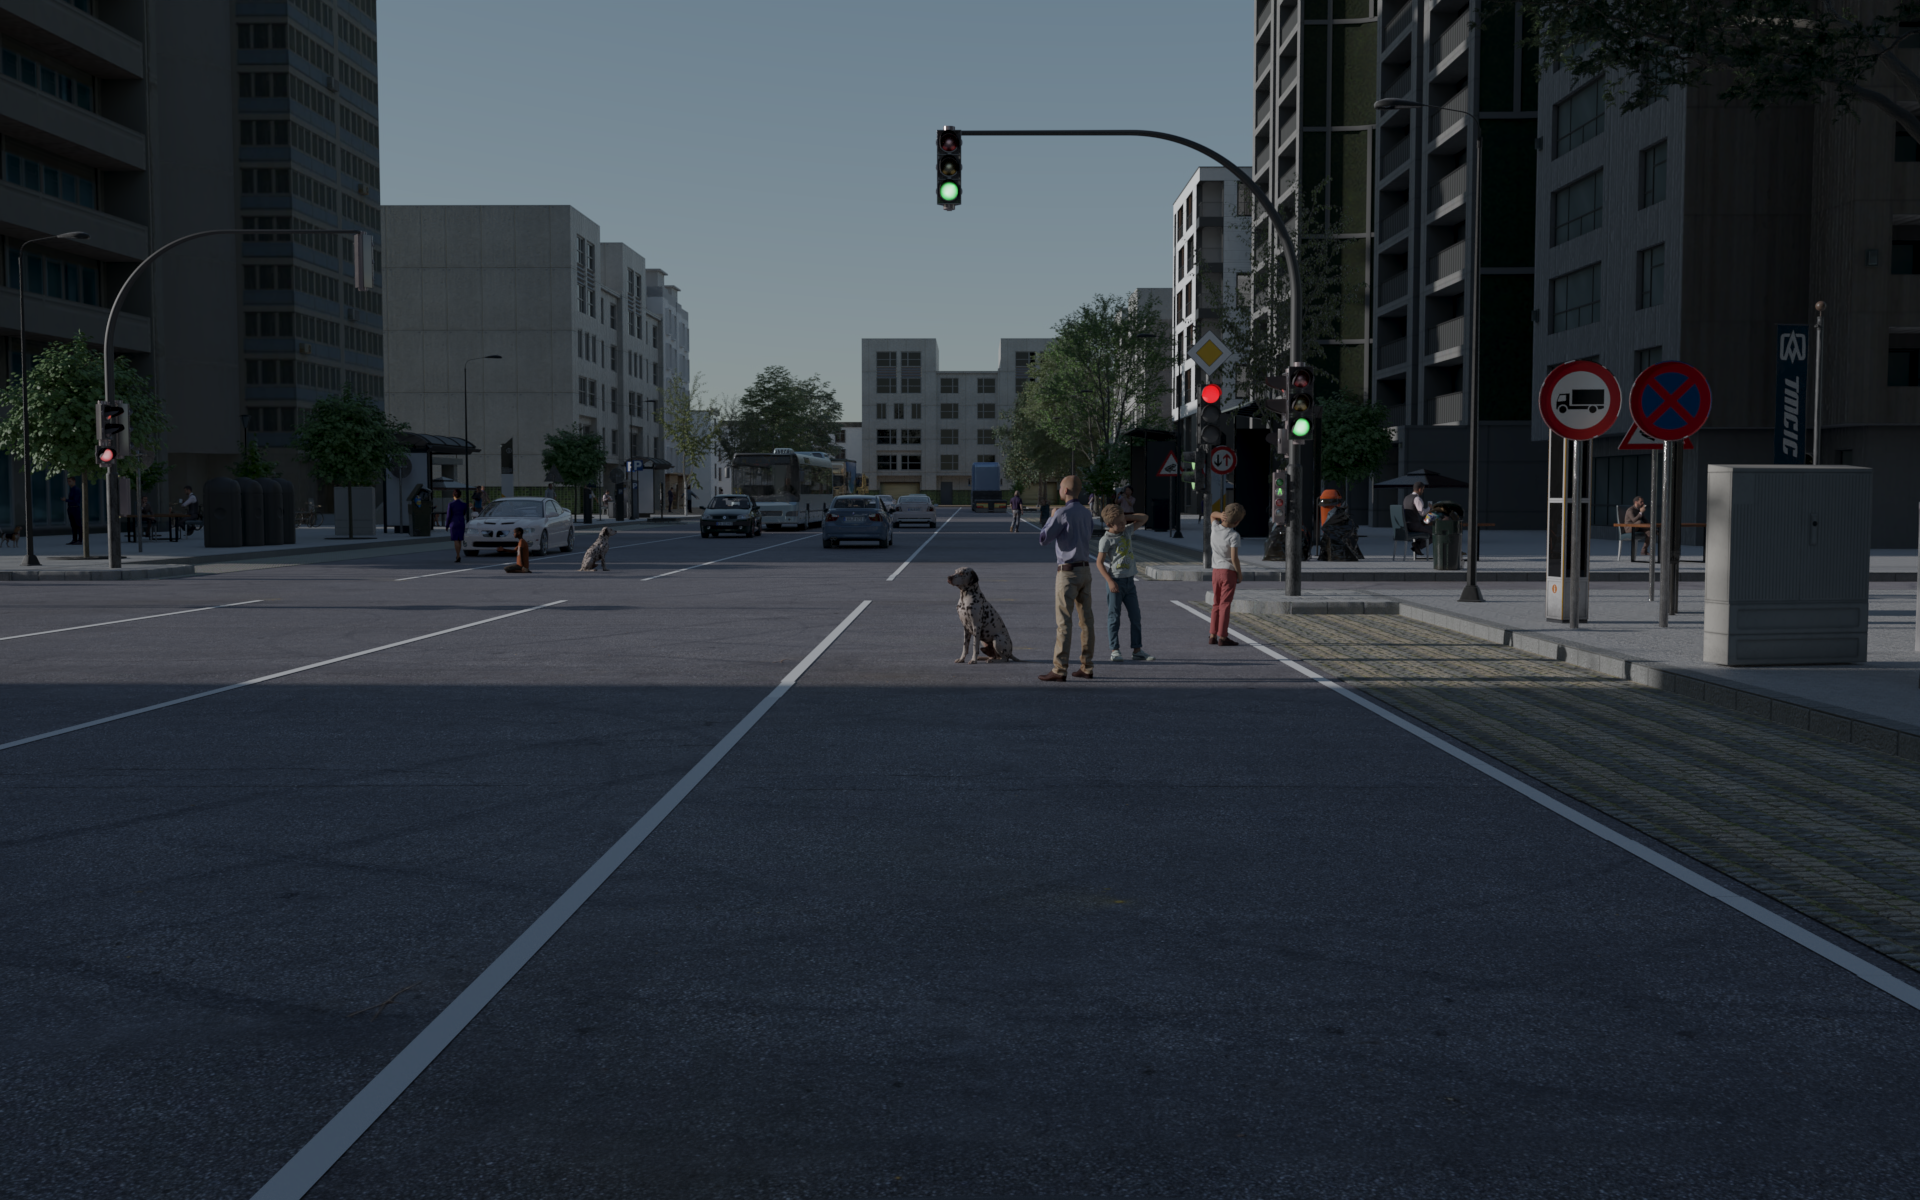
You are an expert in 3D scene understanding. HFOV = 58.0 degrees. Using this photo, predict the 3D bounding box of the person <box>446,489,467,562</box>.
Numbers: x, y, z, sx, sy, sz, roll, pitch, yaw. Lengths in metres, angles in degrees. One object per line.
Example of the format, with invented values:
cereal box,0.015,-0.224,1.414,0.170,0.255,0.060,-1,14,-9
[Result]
person,-10.590,-1.556,36.314,0.546,1.535,0.453,3,5,39

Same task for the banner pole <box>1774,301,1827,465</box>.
banner pole,10.937,-1.988,22.522,0.863,3.779,0.401,-1,4,-11

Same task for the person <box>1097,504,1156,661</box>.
person,1.429,-0.151,14.885,0.435,1.345,0.340,-3,4,-39

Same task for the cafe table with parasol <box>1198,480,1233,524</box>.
cafe table with parasol,11.032,-4.190,73.365,2.610,1.966,2.610,-1,4,-17

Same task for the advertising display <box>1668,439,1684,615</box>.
advertising display,7.708,-0.823,18.671,0.123,1.923,0.974,2,4,23

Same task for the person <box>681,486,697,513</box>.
person,-18.816,-6.971,120.045,1.348,1.821,0.705,2,4,27

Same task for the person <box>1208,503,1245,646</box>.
person,2.507,-0.244,16.402,0.435,1.345,0.340,3,4,38

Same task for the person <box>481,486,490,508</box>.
person,-27.897,-5.804,101.494,0.434,1.755,0.990,2,4,33

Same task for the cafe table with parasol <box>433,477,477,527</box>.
cafe table with parasol,-20.527,-3.906,68.734,2.610,1.966,2.610,-1,4,-12

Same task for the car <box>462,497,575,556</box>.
car,-10.517,-1.780,41.467,2.083,1.381,4.827,0,4,0

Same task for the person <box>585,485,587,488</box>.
person,-18.960,-5.000,87.929,0.434,1.807,0.598,0,4,4

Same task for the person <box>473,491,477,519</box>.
person,-21.433,-4.181,76.873,0.387,1.526,0.523,-3,5,-44

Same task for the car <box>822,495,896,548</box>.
car,-2.752,-2.141,47.001,2.014,1.417,4.499,0,4,0

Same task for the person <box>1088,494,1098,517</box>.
person,7.353,-5.364,95.955,0.471,1.553,0.569,2,4,29

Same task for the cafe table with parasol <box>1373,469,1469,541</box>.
cafe table with parasol,12.575,-2.580,47.045,2.610,1.966,2.610,1,4,20

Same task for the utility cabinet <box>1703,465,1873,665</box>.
utility cabinet,6.207,-0.263,12.972,1.173,1.500,0.318,-1,4,-11

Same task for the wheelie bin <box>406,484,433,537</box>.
wheelie bin,-16.344,-2.722,52.418,0.693,1.594,0.980,-2,4,-31

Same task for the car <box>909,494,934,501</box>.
car,-2.881,-6.550,118.889,2.131,1.459,4.920,0,4,1

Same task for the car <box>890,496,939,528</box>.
car,-1.954,-3.787,74.278,2.083,1.381,4.827,0,4,-1

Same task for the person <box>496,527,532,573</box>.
person,-8.092,-0.899,31.479,0.655,0.850,0.859,-1,4,-10

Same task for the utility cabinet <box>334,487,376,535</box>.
utility cabinet,-18.658,-2.737,53.427,1.173,1.500,0.318,0,4,1

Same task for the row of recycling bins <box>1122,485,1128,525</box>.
row of recycling bins,7.923,-4.059,73.475,1.069,1.692,3.534,2,4,35

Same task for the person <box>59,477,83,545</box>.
person,-22.423,-2.260,43.703,0.576,1.737,0.504,2,4,35

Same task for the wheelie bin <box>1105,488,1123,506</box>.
wheelie bin,7.764,-4.698,84.716,0.693,1.594,0.980,-2,4,-29

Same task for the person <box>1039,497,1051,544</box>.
person,2.466,-2.296,49.944,0.435,1.345,0.340,2,4,26

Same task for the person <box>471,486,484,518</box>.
person,-17.653,-3.417,63.775,0.662,1.594,0.647,-3,5,-44

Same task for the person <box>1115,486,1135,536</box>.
person,4.286,-2.136,44.879,0.566,1.644,0.517,-2,4,-26

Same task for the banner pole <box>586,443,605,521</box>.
banner pole,-17.437,-5.670,82.726,0.863,3.779,0.401,-1,4,-12

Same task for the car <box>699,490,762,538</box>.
car,-7.627,-2.939,57.843,2.009,1.686,4.222,0,4,-1

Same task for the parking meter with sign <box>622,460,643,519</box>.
parking meter with sign,-16.926,-5.724,89.845,0.543,3.016,1.738,-2,4,-25

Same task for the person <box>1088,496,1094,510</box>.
person,9.092,-6.934,120.237,0.721,1.723,1.217,1,4,18

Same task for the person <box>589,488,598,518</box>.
person,-19.708,-5.281,92.537,0.875,1.805,0.789,2,4,34

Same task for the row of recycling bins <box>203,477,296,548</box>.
row of recycling bins,-17.561,-2.196,43.010,1.069,1.692,3.534,0,4,6

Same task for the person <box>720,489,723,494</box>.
person,-20.552,-8.687,148.776,0.721,1.736,1.217,0,4,4

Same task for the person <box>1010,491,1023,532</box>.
person,2.038,-3.296,64.602,0.471,1.553,0.569,-2,4,-27

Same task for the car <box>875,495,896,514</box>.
car,-5.604,-6.915,125.423,2.083,1.381,4.827,0,4,2

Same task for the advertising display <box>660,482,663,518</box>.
advertising display,-15.981,-5.356,92.781,0.123,1.923,0.974,-1,4,-12

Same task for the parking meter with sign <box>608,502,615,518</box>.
parking meter with sign,-17.987,-5.859,92.059,0.543,3.016,1.738,2,4,29

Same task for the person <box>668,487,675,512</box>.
person,-20.072,-6.978,120.580,0.568,1.767,0.683,-3,5,-40

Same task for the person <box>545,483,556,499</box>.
person,-19.723,-4.728,83.496,0.789,1.805,0.875,3,5,41

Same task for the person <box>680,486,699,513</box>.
person,-18.324,-6.797,117.162,1.348,1.826,0.705,0,4,3

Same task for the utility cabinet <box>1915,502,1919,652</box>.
utility cabinet,8.298,-0.169,13.925,1.020,1.237,0.306,1,4,11

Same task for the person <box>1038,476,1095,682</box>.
person,0.836,-0.171,13.353,0.516,1.574,0.319,-3,4,-38
